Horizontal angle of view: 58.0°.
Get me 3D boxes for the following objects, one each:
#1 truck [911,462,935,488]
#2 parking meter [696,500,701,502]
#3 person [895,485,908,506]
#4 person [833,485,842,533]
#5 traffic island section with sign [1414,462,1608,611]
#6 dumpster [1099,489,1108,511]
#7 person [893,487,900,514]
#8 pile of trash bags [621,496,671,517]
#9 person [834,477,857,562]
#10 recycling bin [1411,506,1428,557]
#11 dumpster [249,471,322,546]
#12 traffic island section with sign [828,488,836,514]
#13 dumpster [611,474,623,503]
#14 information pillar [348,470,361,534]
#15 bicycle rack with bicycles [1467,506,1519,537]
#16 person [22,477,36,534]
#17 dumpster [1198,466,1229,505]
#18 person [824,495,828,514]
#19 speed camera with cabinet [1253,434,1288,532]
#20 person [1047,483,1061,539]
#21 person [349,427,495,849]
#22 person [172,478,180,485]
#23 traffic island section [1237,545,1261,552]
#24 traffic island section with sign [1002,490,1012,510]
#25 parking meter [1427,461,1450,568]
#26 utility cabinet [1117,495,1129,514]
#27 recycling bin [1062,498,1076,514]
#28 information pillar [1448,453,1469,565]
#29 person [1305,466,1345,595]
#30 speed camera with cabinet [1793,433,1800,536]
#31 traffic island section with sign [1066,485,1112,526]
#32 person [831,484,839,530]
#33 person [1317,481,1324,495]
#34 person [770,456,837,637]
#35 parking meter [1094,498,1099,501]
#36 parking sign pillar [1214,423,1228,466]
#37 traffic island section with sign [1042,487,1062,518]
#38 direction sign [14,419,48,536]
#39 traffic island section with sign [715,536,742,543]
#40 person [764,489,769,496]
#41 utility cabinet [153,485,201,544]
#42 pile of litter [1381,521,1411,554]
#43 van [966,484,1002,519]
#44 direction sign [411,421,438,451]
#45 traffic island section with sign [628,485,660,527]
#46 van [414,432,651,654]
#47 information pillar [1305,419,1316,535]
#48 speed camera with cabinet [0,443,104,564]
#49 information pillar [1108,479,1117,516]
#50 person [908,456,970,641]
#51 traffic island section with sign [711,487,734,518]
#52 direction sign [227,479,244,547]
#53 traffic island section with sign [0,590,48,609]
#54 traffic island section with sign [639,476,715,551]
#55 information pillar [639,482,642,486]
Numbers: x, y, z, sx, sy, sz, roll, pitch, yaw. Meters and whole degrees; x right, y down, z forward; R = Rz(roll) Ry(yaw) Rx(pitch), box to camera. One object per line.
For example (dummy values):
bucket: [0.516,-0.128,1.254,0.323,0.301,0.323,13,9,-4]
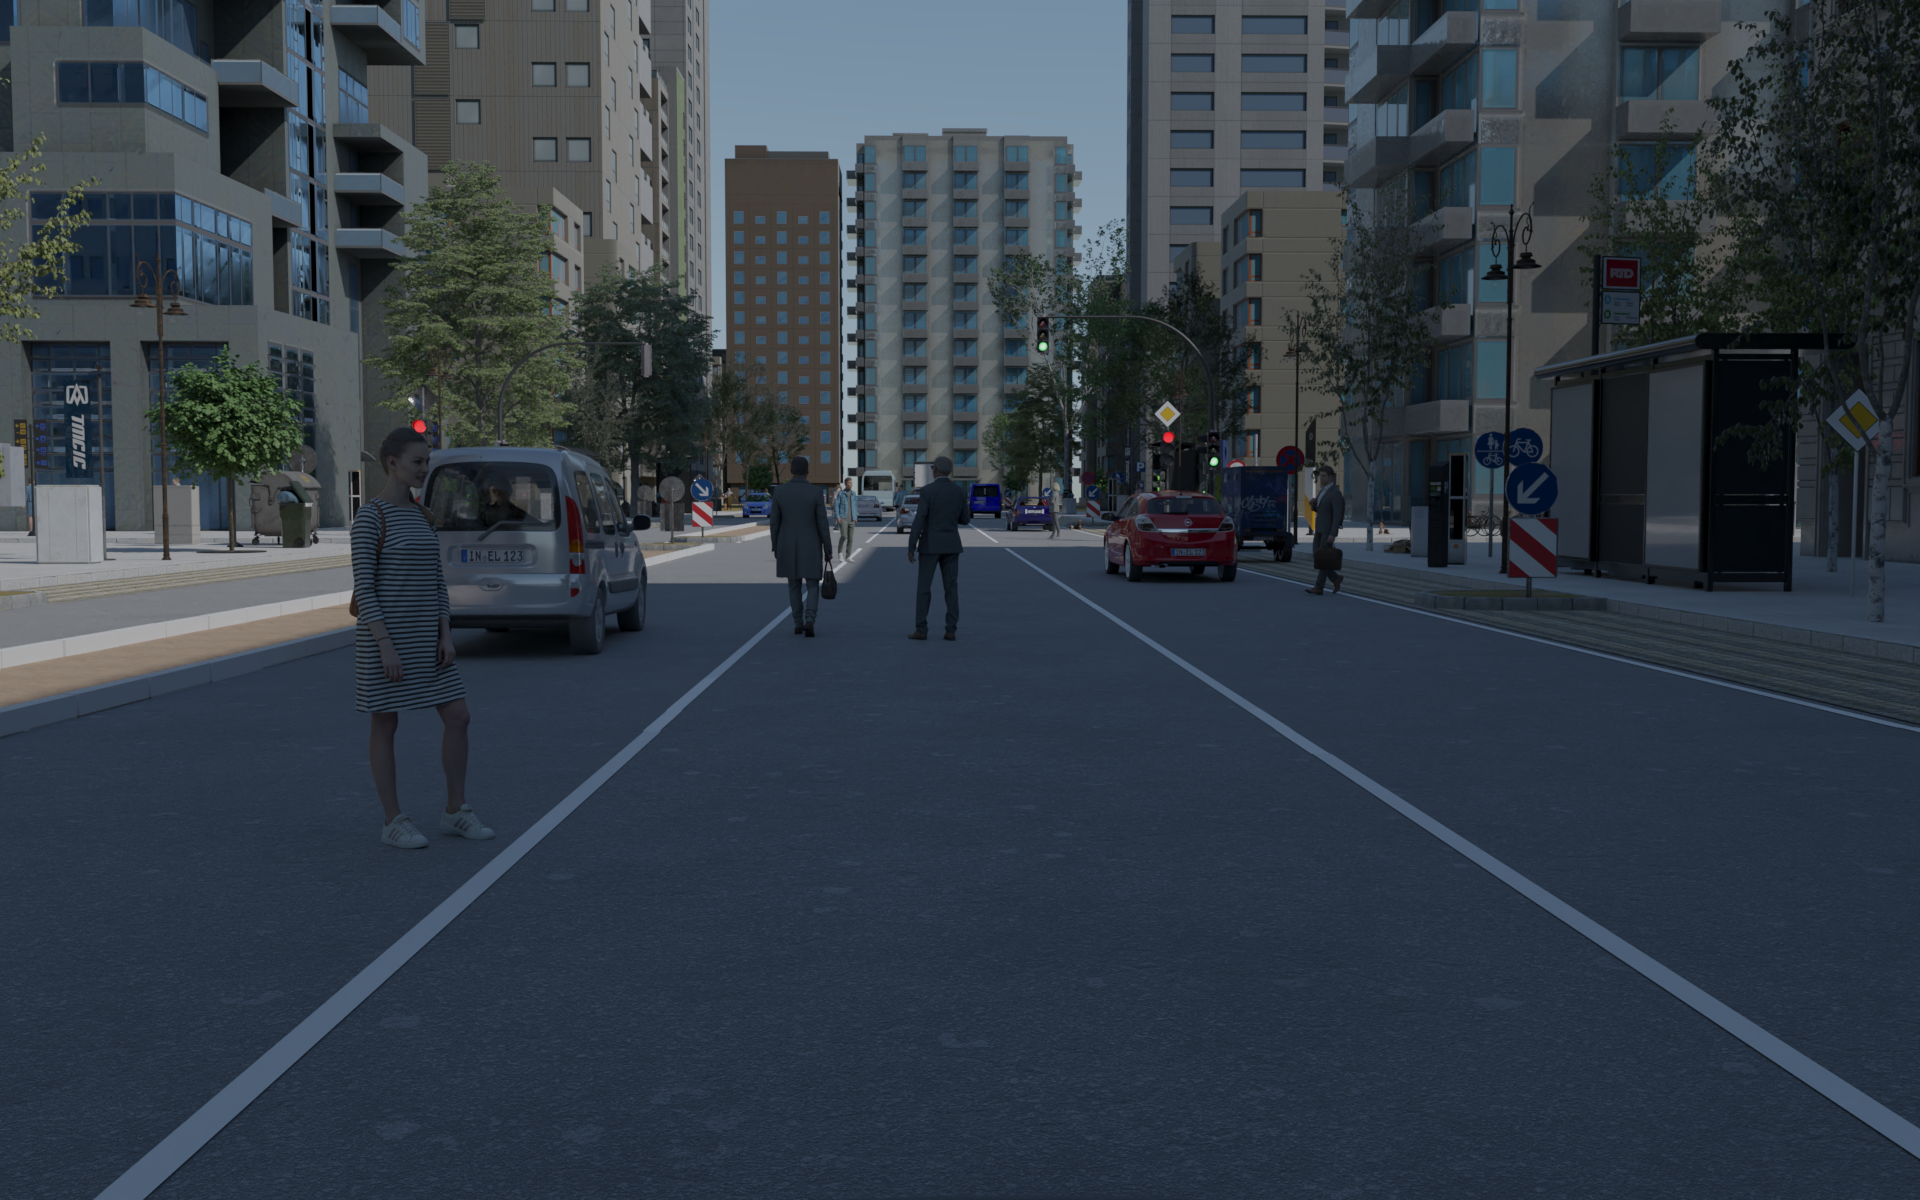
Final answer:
truck: [-2.937,-10.150,154.860,2.839,4.237,11.283,0,4,-2]
parking meter: [-18.400,-6.935,121.801,0.372,1.533,0.369,0,3,0]
person: [-2.524,-4.109,75.550,0.638,1.841,0.748,0,4,-3]
person: [-4.433,-3.386,64.447,0.643,1.750,0.593,0,4,-2]
traffic island section with sign: [6.920,-0.824,22.100,1.989,1.847,2.006,0,4,-1]
dumpster: [9.050,-6.271,108.284,1.264,1.857,1.865,0,4,-1]
person: [-2.918,-4.546,83.172,0.601,1.785,0.444,1,4,15]
pile of trash bags: [-17.336,-5.295,96.322,1.912,1.369,3.447,2,4,33]
person: [-2.385,-1.680,36.318,0.601,1.785,0.444,-2,4,-31]
recycling bin: [9.646,-1.393,35.335,0.722,1.027,0.722,2,4,29]
dumpster: [-17.007,-2.317,43.637,1.264,1.857,1.865,0,4,-1]
traffic island section with sign: [-9.218,-7.263,126.884,2.006,1.907,1.989,0,4,-1]
dumpster: [-17.470,-5.070,85.383,1.502,2.255,1.985,0,4,-1]
information pillar: [-18.784,-3.013,53.758,0.304,2.012,0.304,-2,4,-35]
bicycle rack with bicycles: [15.791,-2.418,52.921,2.925,0.926,2.852,1,4,18]
person: [-29.517,-3.001,55.126,0.581,1.822,0.654,-3,5,-41]
dumpster: [9.125,-3.511,59.904,1.502,2.255,1.985,0,4,-1]
person: [-9.419,-6.710,119.054,0.643,1.720,0.563,3,4,36]
speed camera with cabinet: [10.134,-3.817,56.736,0.660,3.252,2.038,-1,4,-14]
person: [2.967,-2.856,55.380,0.526,1.800,0.537,1,4,22]
person: [-2.261,0.149,7.064,0.522,1.701,0.512,2,4,24]
person: [-25.144,-3.028,55.678,0.853,1.813,0.709,-2,4,-28]
traffic island section: [6.437,-1.354,44.412,2.009,0.180,2.903,0,4,-1]
traffic island section with sign: [4.112,-8.899,154.127,1.989,1.847,2.006,0,4,-1]
parking meter: [8.367,-1.503,30.286,0.255,1.863,0.399,3,4,36]
utility cabinet: [7.999,-4.536,85.329,0.306,1.237,1.020,-2,4,-33]
recycling bin: [6.929,-5.950,109.829,0.722,1.027,0.722,-1,4,-20]
information pillar: [9.032,-1.647,31.418,0.304,2.012,0.304,2,4,25]
person: [5.235,-0.988,24.623,0.822,1.834,0.622,-2,4,-29]
speed camera with cabinet: [25.541,-3.652,54.051,0.660,3.252,2.038,0,4,5]
traffic island section with sign: [5.748,-4.193,77.185,1.989,1.847,2.006,0,4,-1]
person: [-4.799,-3.677,68.721,0.694,1.812,0.767,-2,4,-24]
person: [12.741,-3.299,60.317,0.599,1.781,0.374,1,4,21]
person: [-1.575,-0.548,17.559,0.694,1.812,0.767,1,4,8]
parking meter: [8.304,-6.142,106.134,0.255,1.863,0.399,-3,5,-39]
parking sign pillar: [9.327,-4.522,62.405,1.447,3.967,1.447,1,4,18]
traffic island section with sign: [5.156,-5.892,104.956,1.989,1.847,2.006,0,4,-1]
direction sign: [-28.194,-3.708,52.625,0.876,3.537,0.379,-1,4,-20]
traffic island section with sign: [-7.614,-2.668,51.762,2.006,1.907,1.989,0,4,-1]
person: [-13.559,-6.880,121.235,0.529,1.795,0.600,1,4,17]
utility cabinet: [-19.977,-2.172,44.195,1.173,1.500,0.318,1,4,18]
pile of litter: [9.752,-1.456,37.776,1.176,0.858,1.719,2,4,32]
van: [1.446,-6.035,103.060,2.240,2.365,5.245,0,4,-1]
direction sign: [-16.674,-3.794,54.037,0.876,3.537,0.379,1,4,9]
traffic island section with sign: [-13.974,-4.162,76.672,1.989,1.847,2.006,0,4,-1]
van: [-4.091,-0.599,16.811,2.013,2.044,4.112,0,4,-2]
information pillar: [10.889,-3.820,53.813,0.183,3.616,0.504,-1,4,-21]
speed camera with cabinet: [-16.933,-2.292,31.814,2.038,3.252,0.660,0,4,-4]
information pillar: [7.226,-4.735,81.910,0.304,2.012,0.304,-3,4,-39]
person: [-0.240,-0.515,17.098,0.661,1.801,0.590,-2,4,-29]
traffic island section with sign: [-14.547,-5.810,103.621,1.989,1.847,2.006,0,4,-1]
direction sign: [-17.522,-3.044,41.762,0.876,3.537,0.379,-3,5,-41]
traffic island section with sign: [-12.815,-0.814,21.940,1.989,1.847,2.006,0,4,-1]
traffic island section with sign: [-7.466,-2.215,44.356,2.006,1.907,1.989,0,4,-1]
information pillar: [-19.495,-6.169,105.360,0.304,2.012,0.304,-2,4,-27]
